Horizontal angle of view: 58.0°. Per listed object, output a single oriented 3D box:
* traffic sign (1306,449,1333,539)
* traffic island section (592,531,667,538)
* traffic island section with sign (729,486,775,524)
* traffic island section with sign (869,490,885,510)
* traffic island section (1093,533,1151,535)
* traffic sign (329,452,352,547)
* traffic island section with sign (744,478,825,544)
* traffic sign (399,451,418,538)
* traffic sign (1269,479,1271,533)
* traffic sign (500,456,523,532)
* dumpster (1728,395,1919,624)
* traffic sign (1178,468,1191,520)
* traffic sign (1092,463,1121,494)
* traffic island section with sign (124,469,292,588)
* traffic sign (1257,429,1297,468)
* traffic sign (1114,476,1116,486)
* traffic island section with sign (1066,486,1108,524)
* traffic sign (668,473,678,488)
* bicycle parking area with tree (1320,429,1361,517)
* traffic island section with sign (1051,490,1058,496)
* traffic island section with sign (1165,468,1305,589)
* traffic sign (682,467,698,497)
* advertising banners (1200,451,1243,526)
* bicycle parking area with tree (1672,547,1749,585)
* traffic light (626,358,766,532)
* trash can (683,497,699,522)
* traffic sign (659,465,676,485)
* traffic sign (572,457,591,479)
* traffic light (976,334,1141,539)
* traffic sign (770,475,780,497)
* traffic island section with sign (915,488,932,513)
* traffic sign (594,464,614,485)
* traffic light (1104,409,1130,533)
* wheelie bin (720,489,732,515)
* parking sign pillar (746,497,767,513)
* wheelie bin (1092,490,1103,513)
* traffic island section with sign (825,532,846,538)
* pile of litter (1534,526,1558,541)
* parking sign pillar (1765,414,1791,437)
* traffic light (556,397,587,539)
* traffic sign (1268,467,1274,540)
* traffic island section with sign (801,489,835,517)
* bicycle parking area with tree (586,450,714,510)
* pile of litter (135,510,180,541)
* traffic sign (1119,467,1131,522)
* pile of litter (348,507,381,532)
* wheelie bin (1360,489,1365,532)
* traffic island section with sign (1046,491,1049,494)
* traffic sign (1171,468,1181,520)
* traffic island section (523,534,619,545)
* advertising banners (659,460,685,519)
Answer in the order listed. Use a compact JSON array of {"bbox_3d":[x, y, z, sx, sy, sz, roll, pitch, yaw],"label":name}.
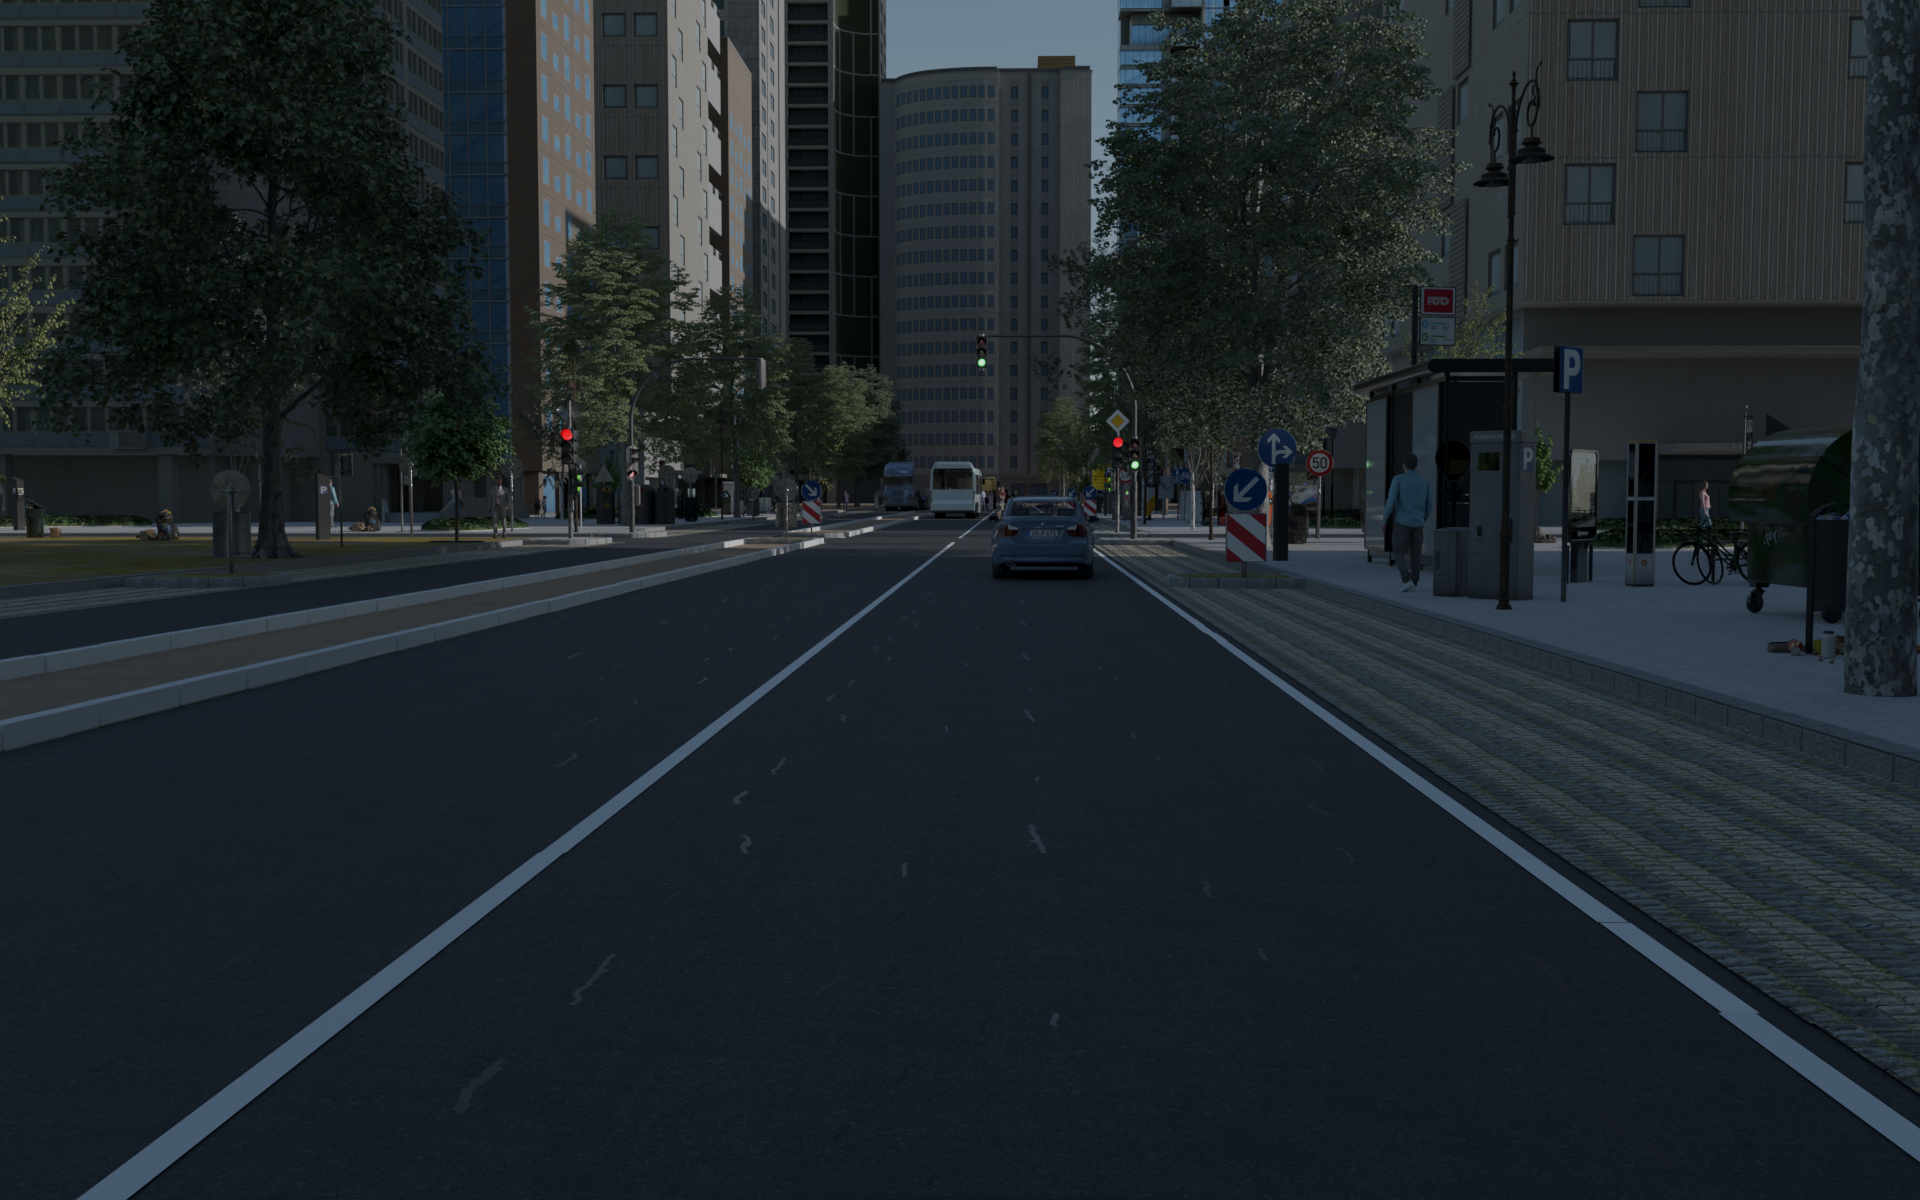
[{"bbox_3d":[10.248,-3.016,49.421,0.768,2.556,0.104,0,4,5],"label":"traffic sign"},{"bbox_3d":[-10.998,-2.186,58.020,2.009,0.180,2.903,0,4,2],"label":"traffic island section"},{"bbox_3d":[-9.875,-4.524,82.600,1.989,1.847,2.006,0,4,2],"label":"traffic island section with sign"},{"bbox_3d":[-7.355,-9.253,159.921,1.989,1.847,2.006,0,4,2],"label":"traffic island section with sign"},{"bbox_3d":[5.235,-2.153,57.487,2.009,0.180,2.903,0,4,2],"label":"traffic island section"},{"bbox_3d":[-14.991,-2.435,41.935,0.606,2.300,0.079,1,4,11],"label":"traffic sign"},{"bbox_3d":[-5.103,-2.565,50.073,2.006,1.907,1.989,0,4,2],"label":"traffic island section with sign"},{"bbox_3d":[-16.141,-3.108,50.923,0.768,2.556,0.104,1,4,9],"label":"traffic sign"},{"bbox_3d":[10.305,-3.513,57.543,0.768,2.556,0.104,0,4,4],"label":"traffic sign"},{"bbox_3d":[-15.206,-3.585,58.719,0.768,2.556,0.104,0,4,4],"label":"traffic sign"},{"bbox_3d":[9.058,-0.939,17.840,1.502,2.255,1.985,0,4,2],"label":"dumpster"},{"bbox_3d":[11.001,-5.166,84.567,0.768,2.556,0.104,0,4,3],"label":"traffic sign"},{"bbox_3d":[9.816,-7.351,114.063,2.265,3.308,0.079,0,4,5],"label":"traffic sign"},{"bbox_3d":[-11.679,-1.135,27.190,1.989,1.847,2.006,0,4,2],"label":"traffic island section with sign"},{"bbox_3d":[6.205,-2.070,33.955,0.768,2.556,0.104,1,4,9],"label":"traffic sign"},{"bbox_3d":[10.096,-6.790,111.120,0.768,2.556,0.104,0,4,5],"label":"traffic sign"},{"bbox_3d":[6.065,-4.530,82.688,1.989,1.847,2.006,0,4,2],"label":"traffic island section with sign"},{"bbox_3d":[-14.045,-5.037,84.485,0.606,2.300,0.079,0,4,2],"label":"traffic sign"},{"bbox_3d":[16.843,-5.597,78.506,9.016,4.147,8.231,1,4,21],"label":"bicycle parking area with tree"},{"bbox_3d":[6.941,-6.177,109.629,1.989,1.847,2.006,0,4,2],"label":"traffic island section with sign"},{"bbox_3d":[4.246,-1.125,27.021,1.989,1.847,2.006,0,4,2],"label":"traffic island section with sign"},{"bbox_3d":[-12.714,-4.984,81.595,0.768,2.556,0.104,1,4,9],"label":"traffic sign"},{"bbox_3d":[10.653,-4.540,70.415,2.074,3.025,0.090,-2,4,-27],"label":"advertising banners"},{"bbox_3d":[15.116,-2.232,23.497,9.016,4.147,8.231,-1,4,-21],"label":"bicycle parking area with tree"},{"bbox_3d":[-8.865,-5.088,57.851,4.771,5.953,1.251,0,4,2],"label":"traffic light"},{"bbox_3d":[-12.397,-4.171,79.847,0.748,1.137,0.748,0,3,0],"label":"trash can"},{"bbox_3d":[-12.784,-4.620,75.645,0.768,2.556,0.104,0,4,5],"label":"traffic sign"},{"bbox_3d":[-13.650,-3.827,62.304,0.795,2.593,0.064,1,4,9],"label":"traffic sign"},{"bbox_3d":[2.841,-4.566,49.320,4.771,5.953,1.251,0,4,2],"label":"traffic light"},{"bbox_3d":[-12.375,-7.062,115.568,0.768,2.556,0.104,1,4,8],"label":"traffic sign"},{"bbox_3d":[-2.411,-7.611,132.575,2.006,1.907,1.989,0,4,2],"label":"traffic island section with sign"},{"bbox_3d":[-15.358,-4.571,74.732,0.884,2.594,0.081,0,4,6],"label":"traffic sign"},{"bbox_3d":[5.195,-4.187,57.375,0.839,4.253,0.868,0,4,2],"label":"traffic light"},{"bbox_3d":[-14.346,-6.013,106.227,0.693,1.594,0.980,0,4,-7],"label":"wheelie bin"},{"bbox_3d":[-13.592,-7.743,115.073,1.447,3.967,1.447,0,4,-3],"label":"parking sign pillar"},{"bbox_3d":[9.341,-6.764,118.506,0.980,1.594,0.693,2,4,28],"label":"wheelie bin"},{"bbox_3d":[-4.852,-3.018,57.476,2.006,1.907,1.989,0,4,2],"label":"traffic island section with sign"},{"bbox_3d":[15.855,-2.103,48.357,1.176,0.858,1.719,-2,4,-25],"label":"pile of litter"},{"bbox_3d":[27.606,-4.243,57.839,1.447,3.967,1.447,1,4,14],"label":"parking sign pillar"},{"bbox_3d":[-11.219,-3.730,49.903,0.839,4.253,0.868,0,4,2],"label":"traffic light"},{"bbox_3d":[8.714,-2.827,48.352,0.606,2.300,0.079,0,4,6],"label":"traffic sign"},{"bbox_3d":[-8.981,-6.184,109.737,1.989,1.847,2.006,0,4,2],"label":"traffic island section with sign"},{"bbox_3d":[-20.324,-7.771,114.066,8.231,4.147,9.016,1,4,11],"label":"bicycle parking area with tree"},{"bbox_3d":[-22.417,-2.094,48.209,1.176,0.858,1.719,1,4,11],"label":"pile of litter"},{"bbox_3d":[7.706,-4.927,80.661,0.768,2.556,0.104,1,4,9],"label":"traffic sign"},{"bbox_3d":[-20.465,-2.777,59.368,1.176,0.858,1.719,1,4,10],"label":"pile of litter"},{"bbox_3d":[13.719,-3.051,57.797,0.693,1.594,0.980,0,4,0],"label":"wheelie bin"},{"bbox_3d":[8.557,-9.209,159.188,1.989,1.847,2.006,0,4,2],"label":"traffic island section with sign"},{"bbox_3d":[10.854,-5.264,86.171,0.768,2.556,0.104,0,4,6],"label":"traffic sign"},{"bbox_3d":[-11.258,-1.698,50.039,2.009,0.180,2.903,0,4,2],"label":"traffic island section"},{"bbox_3d":[-14.836,-5.684,89.116,2.074,3.025,0.090,3,5,42],"label":"advertising banners"}]
